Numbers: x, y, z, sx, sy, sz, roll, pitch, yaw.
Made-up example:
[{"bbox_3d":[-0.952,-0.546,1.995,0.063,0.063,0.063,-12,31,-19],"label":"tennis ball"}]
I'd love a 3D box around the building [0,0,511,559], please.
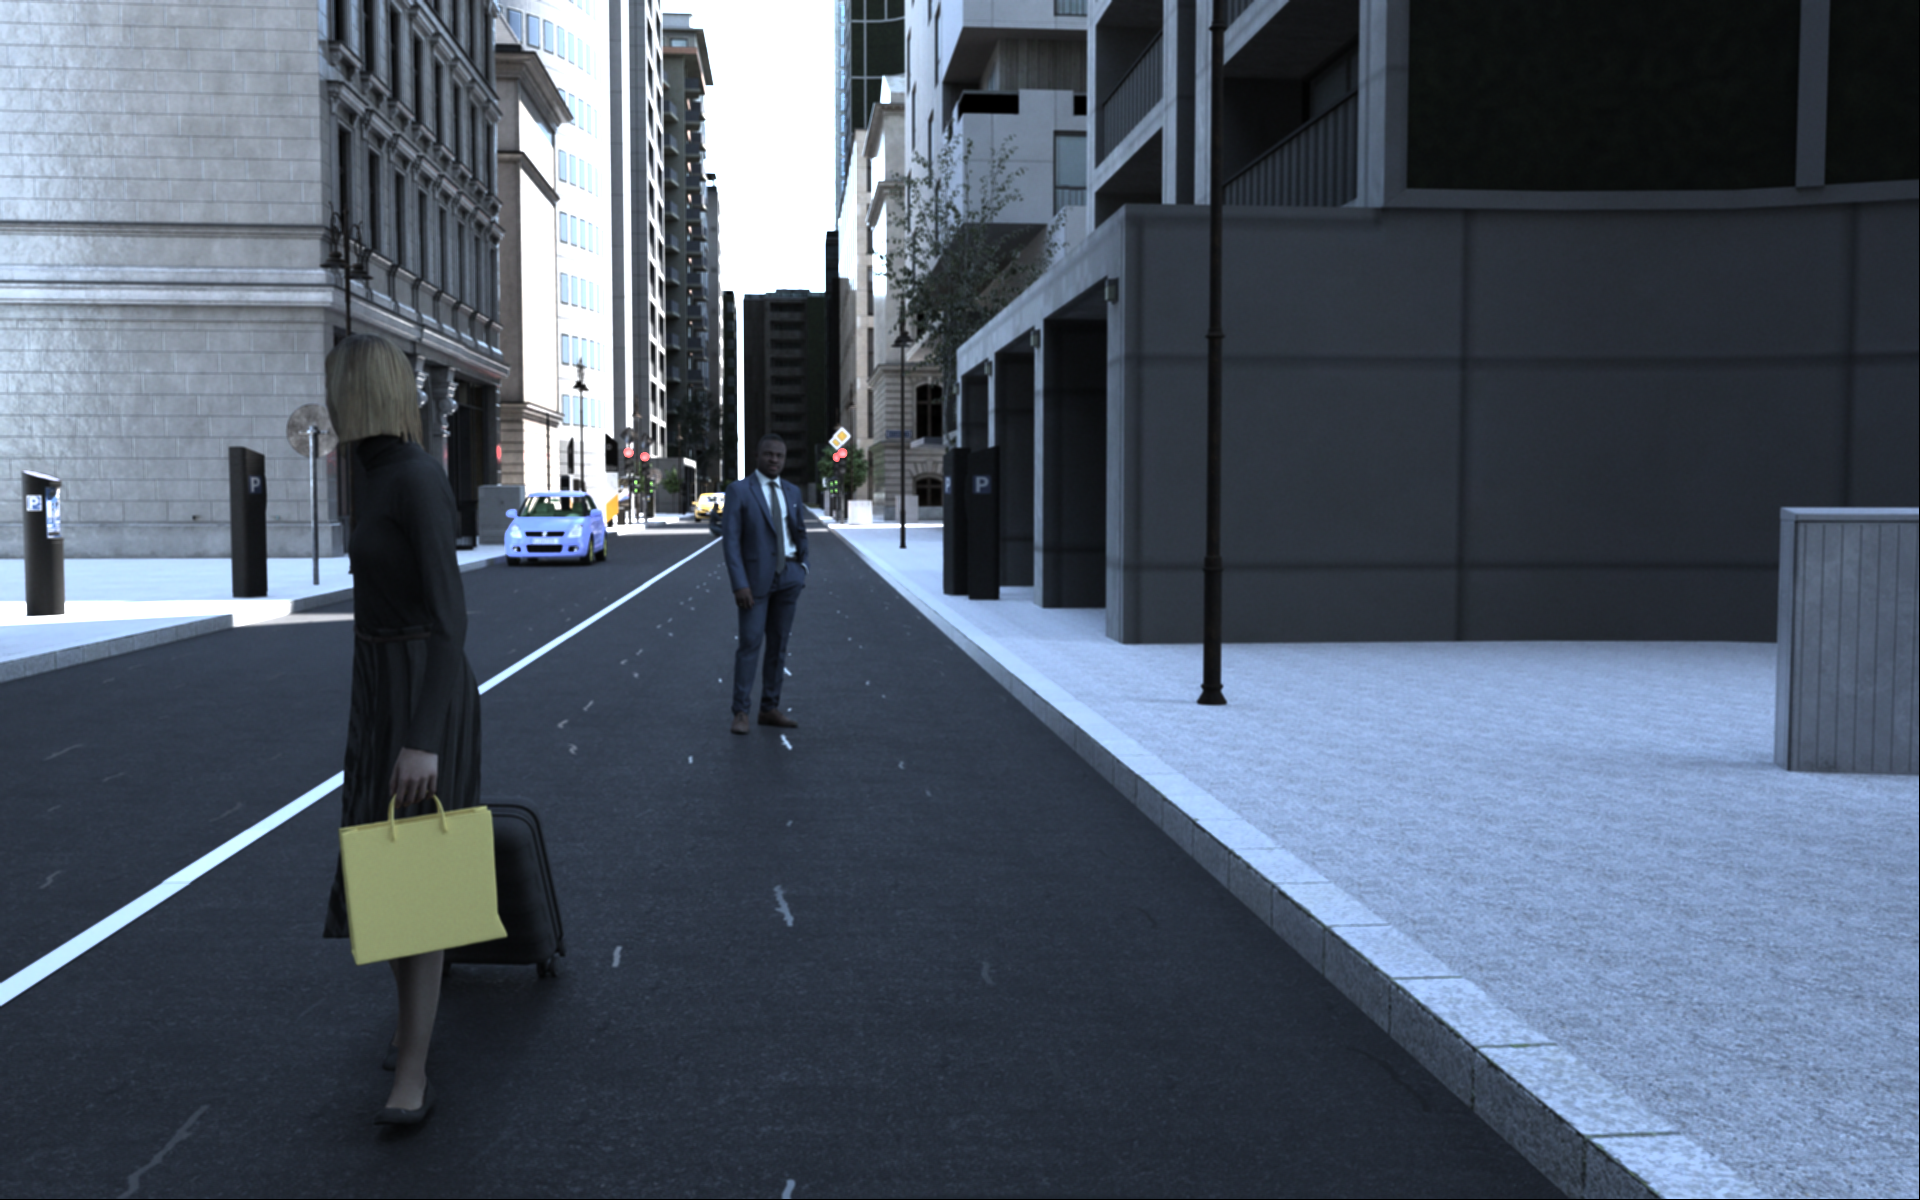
[{"bbox_3d":[-17.097,-11.255,34.933,10.553,20.767,40.483,0,4,-6],"label":"building"}]

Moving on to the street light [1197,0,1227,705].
[{"bbox_3d":[1.543,-2.302,10.432,0.468,5.910,1.993,0,4,-6],"label":"street light"}]

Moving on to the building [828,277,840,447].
[{"bbox_3d":[-4.870,-19.415,147.118,12.332,23.373,15.834,0,4,-6],"label":"building"}]

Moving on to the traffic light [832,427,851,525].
[{"bbox_3d":[-4.925,-5.093,72.198,0.839,4.253,0.868,0,4,-6],"label":"traffic light"}]

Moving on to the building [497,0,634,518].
[{"bbox_3d":[-29.371,-33.579,91.008,21.231,58.520,28.212,0,4,-6],"label":"building"}]

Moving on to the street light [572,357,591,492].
[{"bbox_3d":[-12.798,-5.249,58.613,0.468,5.910,1.993,0,4,-6],"label":"street light"}]

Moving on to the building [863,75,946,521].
[{"bbox_3d":[12.727,-16.481,88.553,34.723,24.649,14.460,0,4,-6],"label":"building"}]

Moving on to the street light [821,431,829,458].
[{"bbox_3d":[-9.510,-9.236,123.799,0.468,5.910,1.993,0,4,-6],"label":"street light"}]

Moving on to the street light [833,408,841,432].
[{"bbox_3d":[-6.613,-7.364,93.191,0.468,5.910,1.993,0,4,-6],"label":"street light"}]

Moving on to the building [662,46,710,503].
[{"bbox_3d":[-35.744,-31.333,166.920,22.147,44.769,28.867,0,4,-6],"label":"building"}]

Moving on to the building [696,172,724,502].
[{"bbox_3d":[-37.309,-32.854,220.761,14.086,41.232,14.154,0,4,-6],"label":"building"}]

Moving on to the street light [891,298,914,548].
[{"bbox_3d":[-1.350,-4.159,40.790,0.468,5.910,1.993,0,4,-6],"label":"street light"}]

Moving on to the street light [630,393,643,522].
[{"bbox_3d":[-14.839,-6.531,79.577,0.468,5.910,1.993,0,4,-6],"label":"street light"}]

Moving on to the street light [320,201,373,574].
[{"bbox_3d":[-9.762,-3.359,27.707,0.468,5.910,1.993,0,4,-6],"label":"street light"}]

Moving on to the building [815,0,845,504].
[{"bbox_3d":[-6.593,-55.089,213.381,22.319,86.520,31.000,0,4,-6],"label":"building"}]

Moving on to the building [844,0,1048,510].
[{"bbox_3d":[-3.202,-44.970,173.512,20.563,71.187,20.611,0,4,-6],"label":"building"}]

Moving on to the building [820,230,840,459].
[{"bbox_3d":[-7.943,-25.688,191.701,14.160,30.474,14.107,0,4,-6],"label":"building"}]

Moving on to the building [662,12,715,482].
[{"bbox_3d":[-42.333,-37.017,194.474,28.713,52.752,27.495,0,4,-6],"label":"building"}]

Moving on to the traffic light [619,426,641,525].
[{"bbox_3d":[-13.593,-5.041,71.335,0.839,4.253,0.868,0,4,-6],"label":"traffic light"}]

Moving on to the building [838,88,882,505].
[{"bbox_3d":[1.599,-19.454,122.591,19.350,26.468,34.151,0,4,-6],"label":"building"}]

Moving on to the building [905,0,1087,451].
[{"bbox_3d":[12.363,-28.664,57.901,28.713,52.752,27.495,0,4,-6],"label":"building"}]

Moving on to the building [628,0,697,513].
[{"bbox_3d":[-29.659,-41.902,123.349,20.563,71.187,20.611,0,4,-6],"label":"building"}]

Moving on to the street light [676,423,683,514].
[{"bbox_3d":[-17.897,-8.426,110.545,0.468,5.910,1.993,0,4,-6],"label":"street light"}]

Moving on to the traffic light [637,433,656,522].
[{"bbox_3d":[-14.373,-5.527,79.282,0.839,4.253,0.868,0,4,-6],"label":"traffic light"}]

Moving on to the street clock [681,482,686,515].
[{"bbox_3d":[-17.160,-6.301,107.588,0.358,2.002,0.471,-1,4,-19],"label":"street clock"}]

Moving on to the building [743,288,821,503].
[{"bbox_3d":[-23.845,-29.034,246.400,14.107,30.474,14.160,0,4,-6],"label":"building"}]

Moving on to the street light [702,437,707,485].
[{"bbox_3d":[-20.821,-10.282,140.900,0.468,5.910,1.993,0,4,-6],"label":"street light"}]

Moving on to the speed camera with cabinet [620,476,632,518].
[{"bbox_3d":[-17.601,-5.900,90.798,0.660,3.252,2.038,-1,4,-18],"label":"speed camera with cabinet"}]

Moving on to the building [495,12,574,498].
[{"bbox_3d":[-24.501,-12.160,63.442,19.286,19.102,10.561,0,4,-6],"label":"building"}]

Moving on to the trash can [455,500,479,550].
[{"bbox_3d":[-11.428,-1.721,39.793,0.748,1.137,0.748,0,3,0],"label":"trash can"}]

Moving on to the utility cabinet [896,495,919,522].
[{"bbox_3d":[-2.440,-4.202,79.859,1.020,1.237,0.306,-1,4,-20],"label":"utility cabinet"}]

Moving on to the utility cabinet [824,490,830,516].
[{"bbox_3d":[-7.346,-5.476,98.203,0.318,1.500,1.173,-2,4,-25],"label":"utility cabinet"}]

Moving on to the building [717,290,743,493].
[{"bbox_3d":[-38.370,-28.899,244.193,14.107,30.474,14.160,0,4,-6],"label":"building"}]

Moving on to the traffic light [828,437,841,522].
[{"bbox_3d":[-5.705,-5.579,80.145,0.839,4.253,0.868,0,4,-6],"label":"traffic light"}]

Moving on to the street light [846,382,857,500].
[{"bbox_3d":[-4.466,-6.024,71.276,0.468,5.910,1.993,0,4,-6],"label":"street light"}]

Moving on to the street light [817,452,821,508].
[{"bbox_3d":[-12.450,-11.093,154.152,0.468,5.910,1.993,0,4,-6],"label":"street light"}]

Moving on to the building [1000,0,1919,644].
[{"bbox_3d":[11.100,-35.465,18.112,20.563,71.187,20.611,0,4,-6],"label":"building"}]
